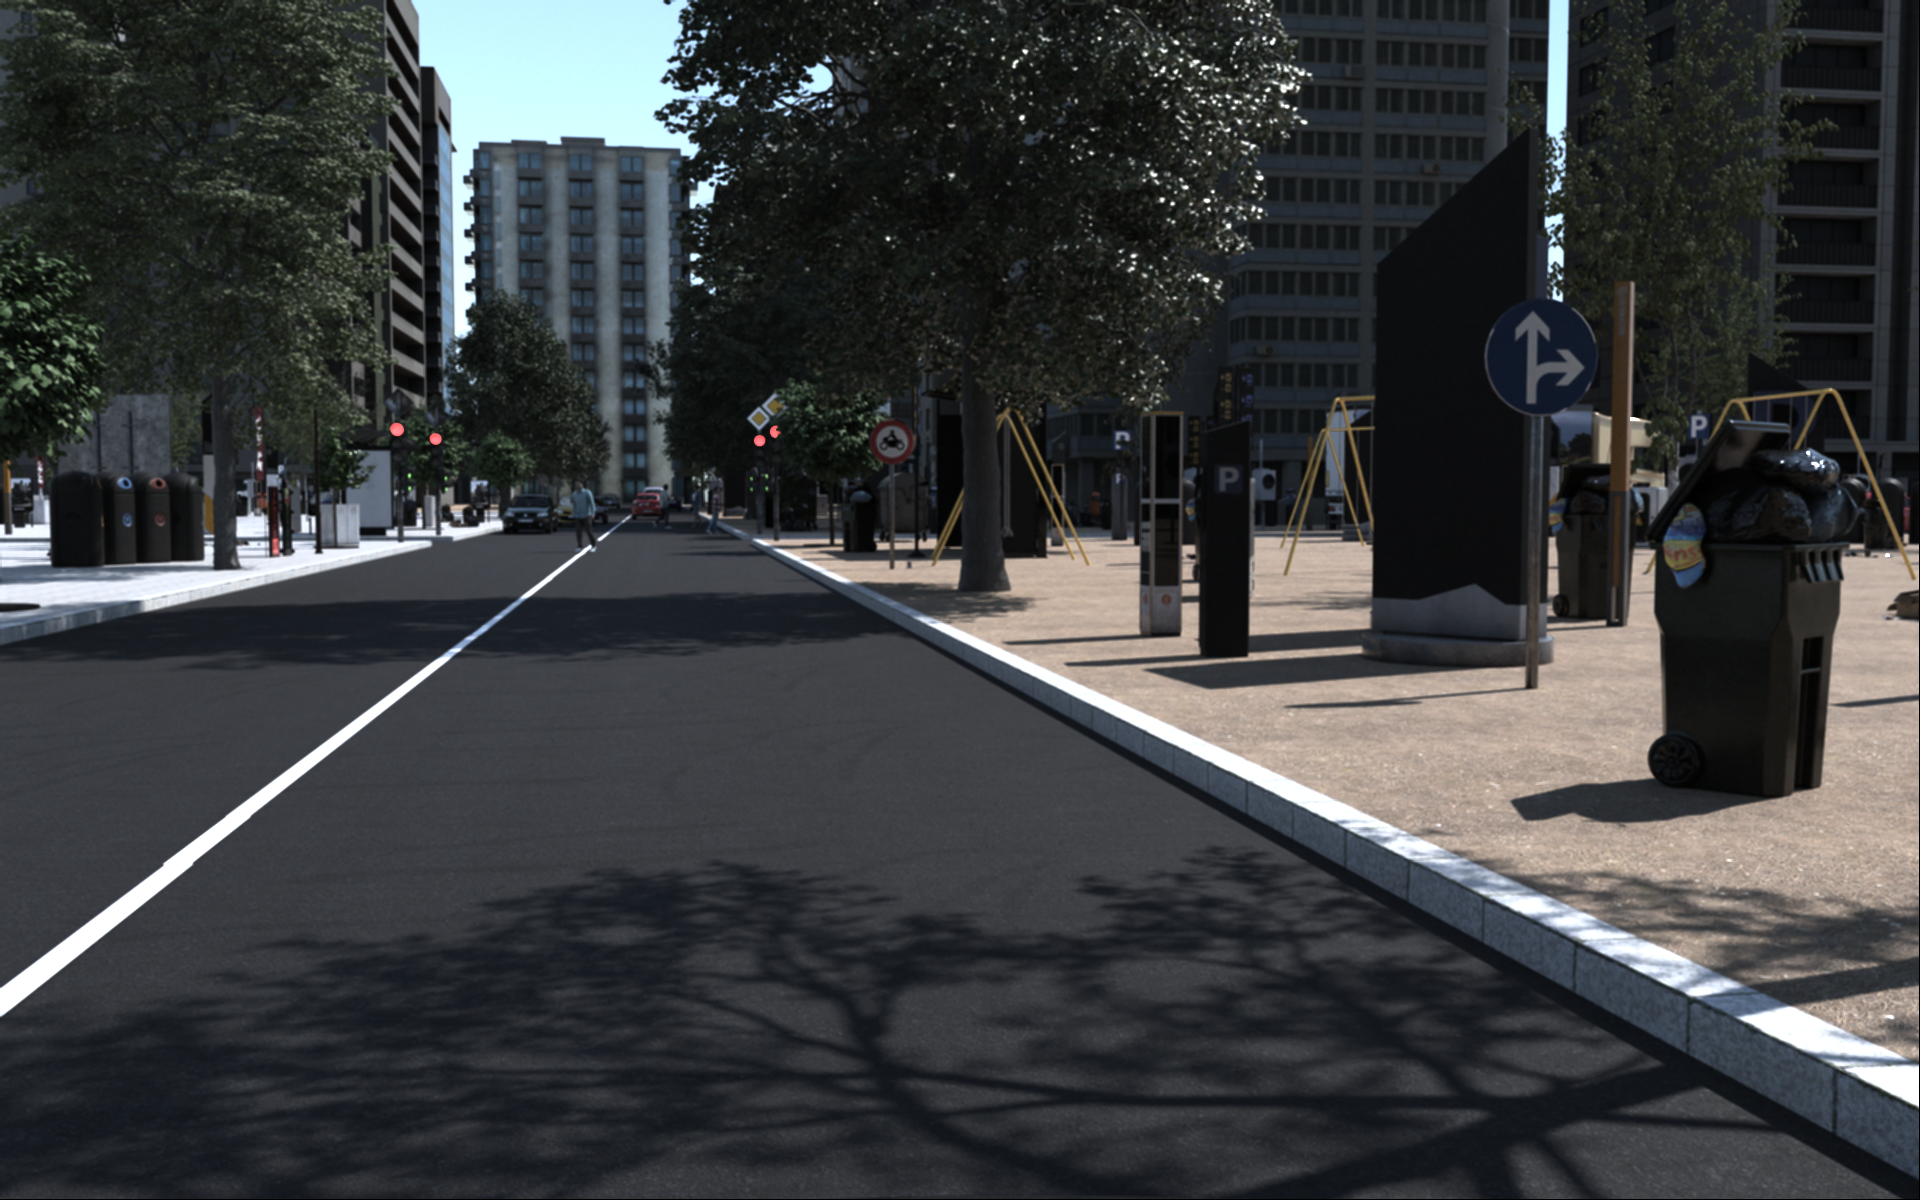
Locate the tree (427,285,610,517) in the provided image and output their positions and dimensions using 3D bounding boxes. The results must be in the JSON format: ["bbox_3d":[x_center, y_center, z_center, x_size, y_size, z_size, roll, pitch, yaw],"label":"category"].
[{"bbox_3d":[-24.949,-10.905,95.305,9.611,12.733,9.660,0,3,0],"label":"tree"}]

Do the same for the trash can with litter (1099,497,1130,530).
[{"bbox_3d":[5.569,-3.108,62.204,1.055,1.170,0.624,0,4,-6],"label":"trash can with litter"}]

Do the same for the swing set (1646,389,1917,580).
[{"bbox_3d":[12.834,-1.817,27.327,2.862,2.851,3.119,0,4,-3],"label":"swing set"}]

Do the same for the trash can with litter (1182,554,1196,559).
[{"bbox_3d":[4.884,-1.432,34.467,2.233,1.210,1.678,-1,4,-12],"label":"trash can with litter"}]

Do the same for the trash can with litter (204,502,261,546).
[{"bbox_3d":[-18.289,-1.954,43.013,1.678,1.210,2.233,-1,4,-13],"label":"trash can with litter"}]

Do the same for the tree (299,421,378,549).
[{"bbox_3d":[-14.756,-2.831,40.882,1.663,3.219,1.824,0,3,0],"label":"tree"}]

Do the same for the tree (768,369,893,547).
[{"bbox_3d":[-3.116,-3.609,42.726,4.285,4.588,4.351,0,3,0],"label":"tree"}]

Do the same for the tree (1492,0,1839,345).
[{"bbox_3d":[9.110,-4.415,22.546,4.737,8.622,4.395,0,3,0],"label":"tree"}]

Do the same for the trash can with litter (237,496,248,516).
[{"bbox_3d":[-42.026,-5.509,101.463,0.624,1.170,1.055,-1,4,-21],"label":"trash can with litter"}]

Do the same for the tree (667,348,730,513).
[{"bbox_3d":[-16.427,-12.333,119.767,7.486,12.596,7.792,0,3,0],"label":"tree"}]

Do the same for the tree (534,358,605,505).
[{"bbox_3d":[-33.291,-13.786,143.527,7.486,12.596,7.792,0,3,0],"label":"tree"}]

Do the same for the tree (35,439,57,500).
[{"bbox_3d":[-47.549,-8.749,93.405,4.737,8.622,4.395,0,3,0],"label":"tree"}]

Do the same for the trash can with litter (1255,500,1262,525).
[{"bbox_3d":[11.960,-3.631,70.749,0.624,1.170,1.055,3,4,38],"label":"trash can with litter"}]

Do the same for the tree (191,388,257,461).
[{"bbox_3d":[-50.382,-10.326,119.191,4.360,8.622,3.978,0,3,0],"label":"tree"}]

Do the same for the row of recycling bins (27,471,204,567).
[{"bbox_3d":[-15.342,-1.517,31.916,1.069,1.692,3.534,1,4,13],"label":"row of recycling bins"}]

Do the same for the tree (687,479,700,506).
[{"bbox_3d":[-29.601,-12.200,194.069,1.663,3.219,1.824,0,3,0],"label":"tree"}]

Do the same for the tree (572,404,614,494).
[{"bbox_3d":[-34.365,-13.469,154.634,7.601,10.594,8.767,0,4,-1],"label":"tree"}]

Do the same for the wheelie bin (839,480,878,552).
[{"bbox_3d":[-2.243,-1.860,38.320,0.693,1.594,0.980,-3,4,-38],"label":"wheelie bin"}]

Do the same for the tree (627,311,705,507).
[{"bbox_3d":[-25.932,-19.095,168.100,12.611,20.169,13.585,0,3,0],"label":"tree"}]

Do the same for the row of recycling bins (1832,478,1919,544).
[{"bbox_3d":[23.886,-2.346,45.476,3.534,1.692,1.069,2,4,29],"label":"row of recycling bins"}]

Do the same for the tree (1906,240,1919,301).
[{"bbox_3d":[24.274,-5.513,40.494,4.737,8.622,4.395,0,3,0],"label":"tree"}]

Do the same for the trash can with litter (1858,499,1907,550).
[{"bbox_3d":[21.419,-1.765,40.240,1.055,1.170,0.624,-1,4,-20],"label":"trash can with litter"}]

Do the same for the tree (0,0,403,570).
[{"bbox_3d":[-12.705,-6.764,28.713,7.486,12.596,7.792,0,3,0],"label":"tree"}]

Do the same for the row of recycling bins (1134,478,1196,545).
[{"bbox_3d":[5.990,-2.273,44.272,3.534,1.692,1.069,-2,4,-33],"label":"row of recycling bins"}]

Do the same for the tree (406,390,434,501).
[{"bbox_3d":[-38.557,-10.480,121.714,4.360,8.622,3.978,0,3,0],"label":"tree"}]

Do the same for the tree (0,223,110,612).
[{"bbox_3d":[-11.017,-2.167,19.137,4.285,4.588,4.351,0,3,0],"label":"tree"}]

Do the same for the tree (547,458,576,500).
[{"bbox_3d":[-31.306,-11.295,135.030,4.737,8.622,4.395,0,3,0],"label":"tree"}]

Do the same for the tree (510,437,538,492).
[{"bbox_3d":[-22.420,-6.186,84.853,4.285,4.588,4.351,0,3,0],"label":"tree"}]

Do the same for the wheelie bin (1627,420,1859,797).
[{"bbox_3d":[3.485,0.018,7.610,0.980,1.594,0.693,-3,5,-42],"label":"wheelie bin"}]

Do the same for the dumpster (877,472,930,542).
[{"bbox_3d":[-1.524,-2.529,47.110,1.264,1.857,1.865,-1,4,-10],"label":"dumpster"}]

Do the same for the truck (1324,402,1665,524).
[{"bbox_3d":[17.341,-4.043,55.013,11.283,4.237,2.839,-1,4,-10],"label":"truck"}]

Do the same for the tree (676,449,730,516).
[{"bbox_3d":[-14.104,-9.335,102.995,4.737,8.622,4.395,0,3,0],"label":"tree"}]

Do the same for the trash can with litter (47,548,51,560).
[{"bbox_3d":[-17.454,-1.368,33.754,1.055,1.170,0.624,2,4,33],"label":"trash can with litter"}]

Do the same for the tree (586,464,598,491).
[{"bbox_3d":[-41.814,-14.902,194.005,4.360,8.622,3.978,0,3,0],"label":"tree"}]

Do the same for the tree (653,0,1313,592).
[{"bbox_3d":[0.328,-7.081,22.435,9.857,13.997,8.962,0,3,0],"label":"tree"}]

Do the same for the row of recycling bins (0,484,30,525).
[{"bbox_3d":[-40.588,-4.021,72.854,1.069,1.692,3.534,1,4,12],"label":"row of recycling bins"}]

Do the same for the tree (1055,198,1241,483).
[{"bbox_3d":[4.278,-5.437,39.262,4.360,8.622,3.978,0,3,0],"label":"tree"}]

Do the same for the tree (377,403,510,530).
[{"bbox_3d":[-19.384,-4.834,62.748,4.285,4.588,4.351,0,3,0],"label":"tree"}]

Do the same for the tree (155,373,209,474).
[{"bbox_3d":[-46.429,-9.326,102.850,4.737,8.622,4.395,0,3,0],"label":"tree"}]

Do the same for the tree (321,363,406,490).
[{"bbox_3d":[-34.707,-9.050,98.335,4.360,8.622,3.978,0,3,0],"label":"tree"}]

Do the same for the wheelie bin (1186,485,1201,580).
[{"bbox_3d":[3.855,-1.084,25.638,0.980,1.594,0.693,0,4,-6],"label":"wheelie bin"}]

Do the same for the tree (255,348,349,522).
[{"bbox_3d":[-33.833,-8.476,88.939,4.737,8.622,4.395,0,3,0],"label":"tree"}]

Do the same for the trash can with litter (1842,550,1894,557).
[{"bbox_3d":[17.928,-1.500,35.582,2.233,1.210,1.678,2,4,34],"label":"trash can with litter"}]

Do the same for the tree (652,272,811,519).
[{"bbox_3d":[-10.669,-10.431,87.551,9.611,12.733,9.660,0,3,0],"label":"tree"}]

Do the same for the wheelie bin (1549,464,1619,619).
[{"bbox_3d":[6.619,-0.614,17.952,0.980,1.594,0.693,0,4,-8],"label":"wheelie bin"}]

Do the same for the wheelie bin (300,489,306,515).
[{"bbox_3d":[-41.222,-6.164,108.693,0.693,1.594,0.980,-1,4,-19],"label":"wheelie bin"}]
